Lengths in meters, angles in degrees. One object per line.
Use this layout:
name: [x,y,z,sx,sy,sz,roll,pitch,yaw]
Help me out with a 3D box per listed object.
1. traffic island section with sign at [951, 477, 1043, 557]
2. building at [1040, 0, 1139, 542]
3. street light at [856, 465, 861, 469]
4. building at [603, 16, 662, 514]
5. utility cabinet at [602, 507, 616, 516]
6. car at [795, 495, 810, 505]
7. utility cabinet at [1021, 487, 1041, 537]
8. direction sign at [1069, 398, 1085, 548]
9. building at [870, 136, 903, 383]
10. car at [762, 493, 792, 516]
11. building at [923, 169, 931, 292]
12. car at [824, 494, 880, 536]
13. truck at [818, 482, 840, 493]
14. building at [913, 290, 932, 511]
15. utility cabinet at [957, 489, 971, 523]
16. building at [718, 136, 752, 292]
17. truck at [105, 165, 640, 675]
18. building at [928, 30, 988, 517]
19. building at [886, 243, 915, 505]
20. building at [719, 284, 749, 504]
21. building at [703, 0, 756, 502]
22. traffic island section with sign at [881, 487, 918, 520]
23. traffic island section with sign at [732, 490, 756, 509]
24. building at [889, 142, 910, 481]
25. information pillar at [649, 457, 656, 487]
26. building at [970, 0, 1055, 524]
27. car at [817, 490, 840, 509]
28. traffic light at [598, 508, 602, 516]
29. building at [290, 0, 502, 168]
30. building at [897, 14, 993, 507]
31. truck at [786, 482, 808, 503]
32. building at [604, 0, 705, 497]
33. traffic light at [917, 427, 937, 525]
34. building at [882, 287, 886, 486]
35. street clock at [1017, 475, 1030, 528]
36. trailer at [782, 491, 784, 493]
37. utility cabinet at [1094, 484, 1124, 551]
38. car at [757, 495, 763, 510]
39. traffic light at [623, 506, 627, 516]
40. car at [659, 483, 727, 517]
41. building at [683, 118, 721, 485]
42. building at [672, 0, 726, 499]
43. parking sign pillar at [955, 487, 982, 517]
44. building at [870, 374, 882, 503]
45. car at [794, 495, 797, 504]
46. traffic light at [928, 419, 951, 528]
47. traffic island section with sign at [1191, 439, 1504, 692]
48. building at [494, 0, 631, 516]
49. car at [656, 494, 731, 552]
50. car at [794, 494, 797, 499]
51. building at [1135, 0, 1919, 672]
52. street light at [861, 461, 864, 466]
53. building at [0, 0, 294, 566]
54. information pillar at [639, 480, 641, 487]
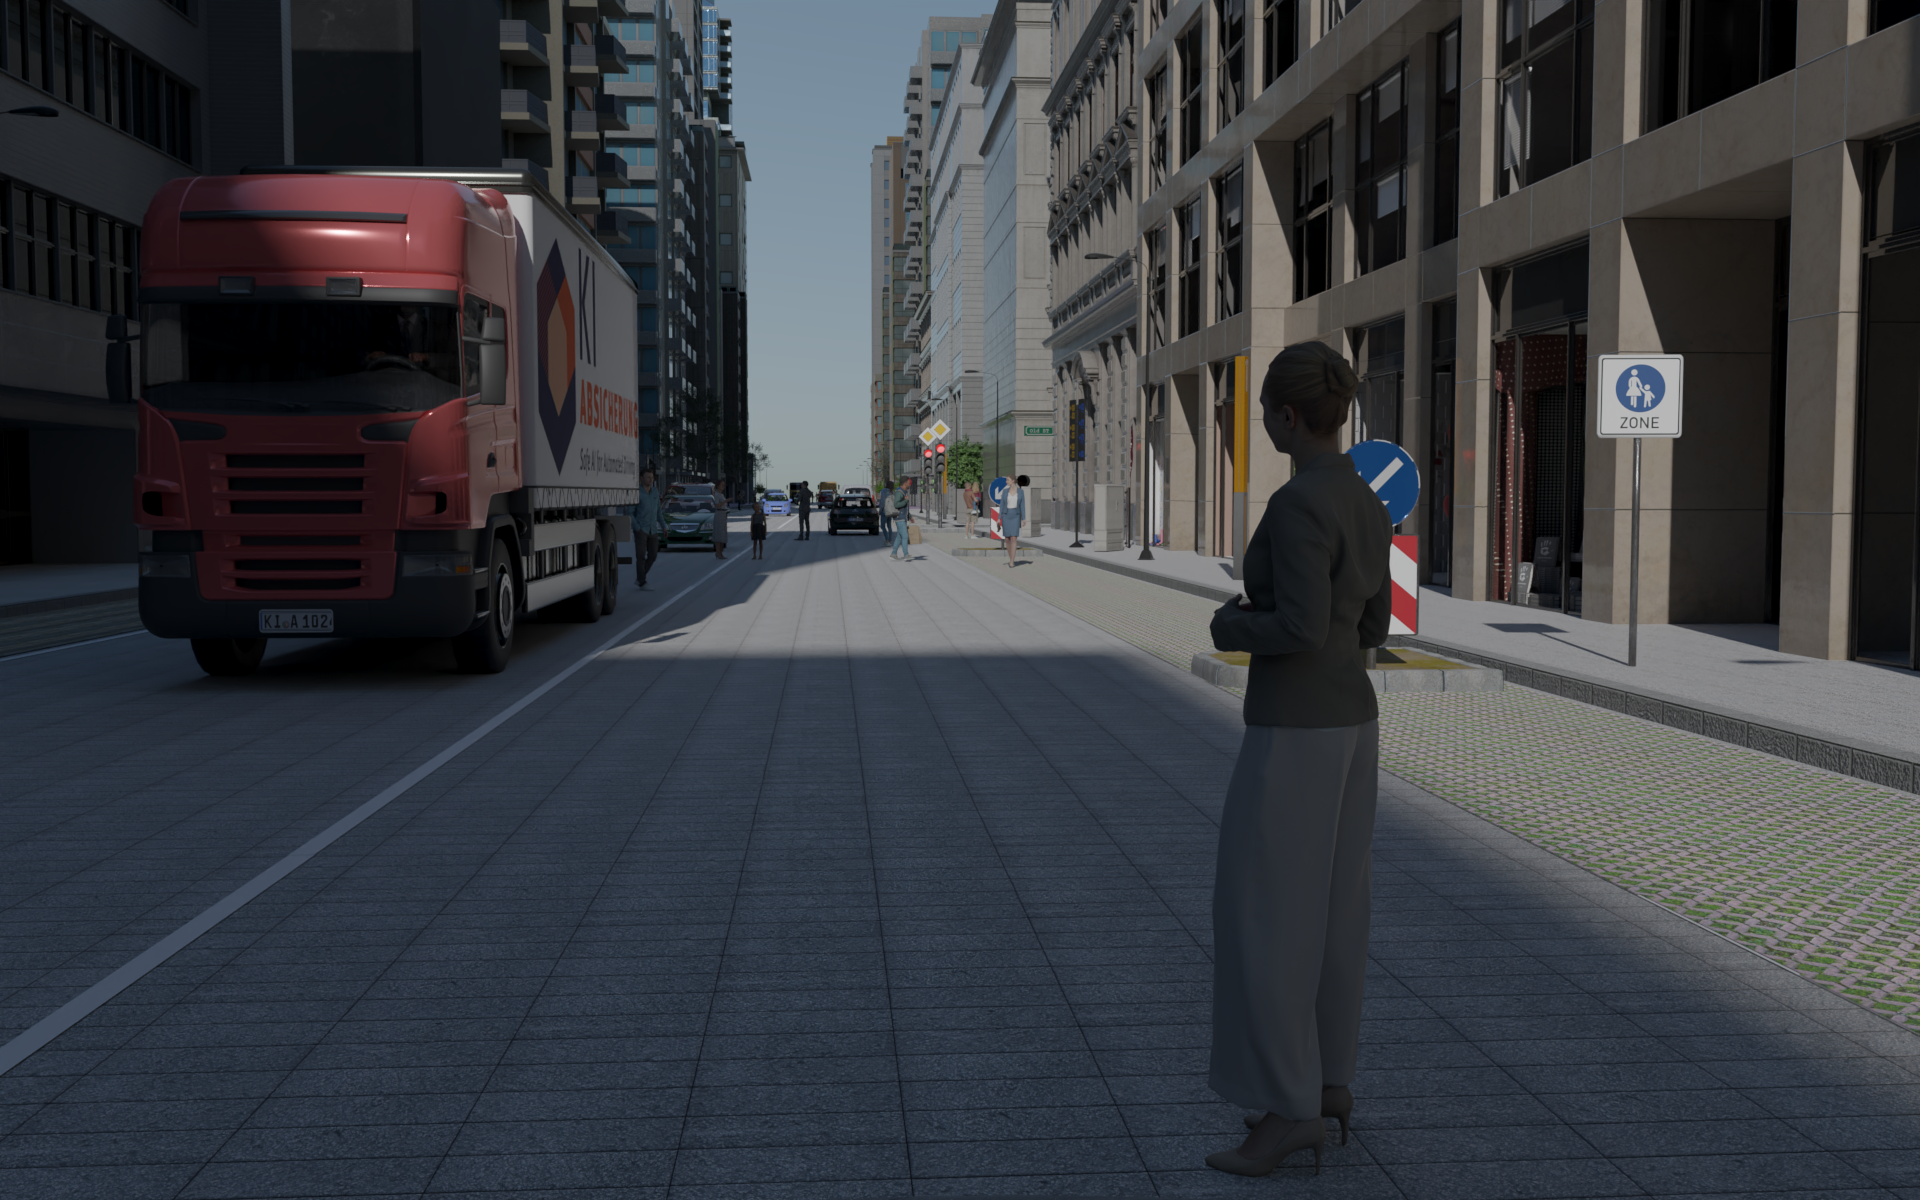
traffic island section with sign: [0.824,-1.935,40.272,1.989,1.847,2.006,0,4,-4]
building: [8.817,-13.784,54.252,11.050,23.489,19.941,0,4,-4]
street light: [-17.713,-20.460,307.061,1.470,5.913,1.316,0,4,-4]
building: [-37.393,-26.096,118.551,32.217,40.220,23.993,0,4,-4]
utility cabinet: [-16.237,-4.217,80.110,0.306,1.237,1.020,1,4,10]
car: [-20.148,-13.023,222.714,2.009,1.686,4.222,0,4,-3]
utility cabinet: [2.134,-2.623,51.557,0.318,1.500,1.173,1,4,18]
direction sign: [2.802,-3.027,41.486,0.379,3.537,0.876,-1,4,-20]
building: [-4.397,-45.852,291.678,21.231,58.520,28.212,0,4,-4]
car: [-11.841,-6.285,112.342,1.945,1.707,3.694,0,4,-4]
building: [3.597,-23.560,156.909,14.160,30.474,14.107,0,4,-4]
car: [-3.785,-3.146,61.228,2.009,1.686,4.222,0,4,-6]
truck: [-20.349,-16.613,267.548,3.469,3.379,9.791,0,4,-3]
building: [1.966,-16.725,138.075,10.561,19.102,19.286,0,4,-4]
utility cabinet: [0.223,-4.046,74.830,0.318,1.500,1.173,-1,4,-21]
building: [-45.716,-40.862,257.330,28.713,52.752,27.495,0,4,-4]
truck: [-5.052,-1.726,17.141,2.839,4.237,11.283,0,4,-4]
building: [4.358,-20.500,112.674,11.434,29.767,29.804,0,4,-4]
building: [-0.964,-26.267,201.171,14.160,30.474,14.107,0,4,-4]
building: [-36.407,-28.473,237.231,14.160,30.474,14.107,0,4,-4]
building: [-44.934,-59.509,285.635,22.319,86.520,31.000,0,4,-4]
traffic island section with sign: [-3.368,-5.315,95.531,1.989,1.847,2.006,0,4,-4]
traffic island section with sign: [-21.424,-9.911,170.673,1.989,1.847,2.006,0,4,-4]
building: [-1.648,-34.600,215.827,14.600,45.320,14.200,0,4,-4]
information pillar: [-19.373,-7.203,109.117,0.504,3.616,0.183,2,4,25]
building: [23.161,-18.747,82.927,44.131,29.872,17.030,0,4,-4]
car: [-12.684,-9.718,167.565,2.281,1.827,5.304,0,4,-3]
traffic light: [-13.286,-4.583,63.851,0.839,4.253,0.868,0,4,-4]
building: [-23.870,-13.815,55.558,15.834,23.373,12.332,0,4,-4]
building: [5.627,-34.201,178.799,23.786,49.044,30.456,0,4,-4]
truck: [-26.786,-17.722,285.669,3.469,3.379,9.791,0,4,-4]
building: [-36.330,-33.065,160.227,23.786,49.044,30.456,0,4,-4]
traffic light: [-1.366,-5.129,72.776,0.839,4.253,0.868,0,4,-4]
building: [-3.923,-28.749,241.742,14.160,30.474,14.107,0,4,-4]
street clock: [2.370,-3.683,64.794,0.471,2.002,0.358,2,4,29]
trailer: [-30.780,-17.751,297.282,1.471,1.999,3.904,0,4,-3]
utility cabinet: [3.348,-1.842,38.795,0.318,1.500,1.173,2,4,24]
car: [-17.341,-8.841,156.904,2.083,1.381,4.827,0,4,-5]
traffic light: [-13.890,-5.070,71.814,0.839,4.253,0.868,0,4,-4]
car: [-8.905,-2.984,57.468,2.281,1.827,5.304,0,4,-2]
building: [-32.926,-30.567,183.372,14.154,41.232,14.086,0,4,-4]
building: [-37.827,-46.557,199.452,20.563,71.187,20.611,0,4,-4]
parking sign pillar: [0.473,-6.587,96.167,1.447,3.967,1.447,-2,4,-34]
building: [0.519,-25.661,264.596,27.650,21.520,28.899,0,4,-4]
car: [-22.256,-14.303,242.656,1.959,1.807,4.718,0,4,-3]
traffic light: [-0.762,-4.642,64.814,0.839,4.253,0.868,0,4,-4]
traffic island section with sign: [2.860,-0.290,13.363,1.989,1.847,2.006,0,4,-4]
building: [-28.184,-26.301,84.644,22.147,44.769,28.867,0,4,-4]
car: [-6.954,-2.001,44.522,2.131,1.459,4.920,0,4,-6]
car: [-25.309,-16.140,273.680,2.009,1.686,4.222,0,4,-3]
building: [15.264,-13.577,26.505,19.350,26.468,34.151,0,4,-4]
street light: [-12.892,-16.590,243.779,1.470,5.913,1.316,0,4,-4]
building: [-20.329,-12.455,22.711,14.314,24.678,30.058,0,4,-4]
information pillar: [-17.210,-5.391,92.633,0.304,2.012,0.304,-1,4,-11]
